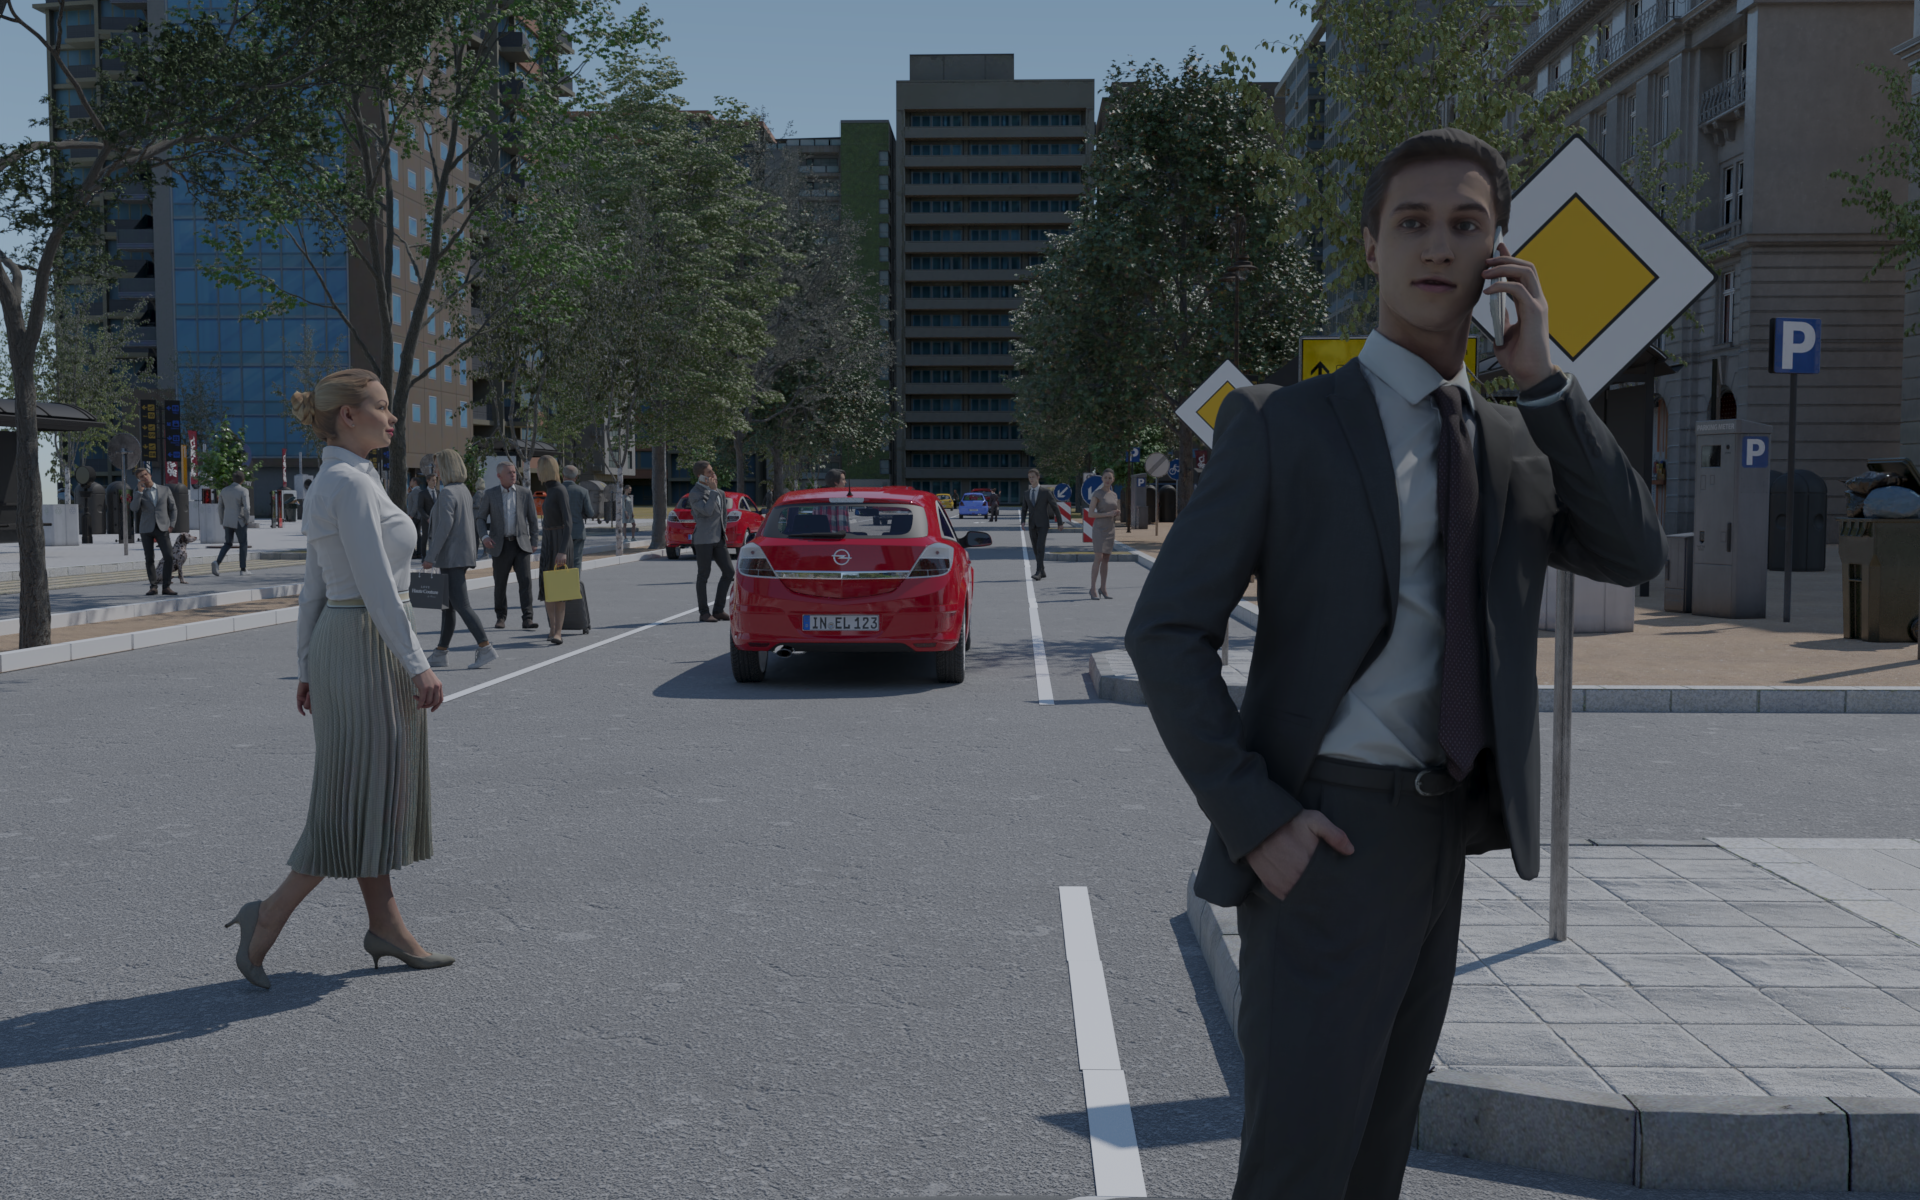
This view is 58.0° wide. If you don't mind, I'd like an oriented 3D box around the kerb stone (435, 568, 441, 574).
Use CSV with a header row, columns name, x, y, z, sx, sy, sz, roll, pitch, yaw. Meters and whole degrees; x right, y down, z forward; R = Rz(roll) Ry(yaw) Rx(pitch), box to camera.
name,x,y,z,sx,sy,sz,roll,pitch,yaw
kerb stone,-9.262,-0.527,30.811,0.120,0.150,1.000,0,4,2

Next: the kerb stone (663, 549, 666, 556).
name,x,y,z,sx,sy,sz,roll,pitch,yaw
kerb stone,-6.862,-1.087,39.972,0.120,0.150,1.000,0,4,2

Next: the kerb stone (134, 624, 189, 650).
name,x,y,z,sx,sy,sz,roll,pitch,yaw
kerb stone,-7.630,0.358,16.404,0.120,0.150,1.000,0,4,2

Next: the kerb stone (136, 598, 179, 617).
name,x,y,z,sx,sy,sz,roll,pitch,yaw
kerb stone,-9.606,0.100,20.562,0.120,0.150,1.000,0,4,2

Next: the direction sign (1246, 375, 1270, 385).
name,x,y,z,sx,sy,sz,roll,pitch,yaw
direction sign,5.757,-2.517,33.150,0.876,3.537,0.379,-2,4,-30

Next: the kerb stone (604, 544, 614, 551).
name,x,y,z,sx,sy,sz,roll,pitch,yaw
kerb stone,-8.862,-1.278,43.097,0.120,0.150,1.000,0,4,2

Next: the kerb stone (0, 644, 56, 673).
name,x,y,z,sx,sy,sz,roll,pitch,yaw
kerb stone,-7.704,0.482,14.347,0.120,0.150,1.000,0,4,2

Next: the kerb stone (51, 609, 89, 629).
name,x,y,z,sx,sy,sz,roll,pitch,yaw
kerb stone,-9.668,0.228,18.517,0.120,0.150,1.000,0,4,2

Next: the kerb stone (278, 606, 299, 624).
name,x,y,z,sx,sy,sz,roll,pitch,yaw
kerb stone,-7.532,0.167,19.481,0.120,0.150,1.000,0,4,2

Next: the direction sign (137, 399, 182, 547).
name,x,y,z,sx,sy,sz,roll,pitch,yaw
direction sign,-19.203,-3.039,41.681,0.876,3.537,0.379,-2,4,-34

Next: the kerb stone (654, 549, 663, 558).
name,x,y,z,sx,sy,sz,roll,pitch,yaw
kerb stone,-6.888,-1.020,38.951,0.120,0.150,1.000,0,4,2

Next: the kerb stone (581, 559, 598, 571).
name,x,y,z,sx,sy,sz,roll,pitch,yaw
kerb stone,-7.093,-0.646,32.798,0.120,0.150,1.000,0,4,2

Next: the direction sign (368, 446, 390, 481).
name,x,y,z,sx,sy,sz,roll,pitch,yaw
direction sign,-19.344,-4.027,57.833,0.876,3.537,0.379,1,4,15

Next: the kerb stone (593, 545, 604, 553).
name,x,y,z,sx,sy,sz,roll,pitch,yaw
kerb stone,-8.892,-1.216,42.073,0.120,0.150,1.000,0,4,2

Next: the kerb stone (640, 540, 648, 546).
name,x,y,z,sx,sy,sz,roll,pitch,yaw
kerb stone,-8.727,-1.528,47.186,0.120,0.150,1.000,0,4,2

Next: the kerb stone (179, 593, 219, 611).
name,x,y,z,sx,sy,sz,roll,pitch,yaw
kerb stone,-9.562,0.037,21.584,0.120,0.150,1.000,0,4,2

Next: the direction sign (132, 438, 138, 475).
name,x,y,z,sx,sy,sz,roll,pitch,yaw
direction sign,-33.249,-4.785,70.238,0.876,3.537,0.379,2,4,26

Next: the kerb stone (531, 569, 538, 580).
name,x,y,z,sx,sy,sz,roll,pitch,yaw
kerb stone,-7.238,-0.396,28.694,0.120,0.150,1.000,0,4,2

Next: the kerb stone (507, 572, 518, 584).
name,x,y,z,sx,sy,sz,roll,pitch,yaw
kerb stone,-7.265,-0.335,27.672,0.120,0.150,1.000,0,4,2

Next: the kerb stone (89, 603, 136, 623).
name,x,y,z,sx,sy,sz,roll,pitch,yaw
kerb stone,-9.634,0.163,19.538,0.120,0.150,1.000,0,4,2

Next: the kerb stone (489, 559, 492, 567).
name,x,y,z,sx,sy,sz,roll,pitch,yaw
kerb stone,-9.169,-0.715,33.887,0.120,0.150,1.000,0,4,2

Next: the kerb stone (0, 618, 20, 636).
name,x,y,z,sx,sy,sz,roll,pitch,yaw
kerb stone,-9.702,0.288,17.489,0.120,0.150,1.000,0,4,2

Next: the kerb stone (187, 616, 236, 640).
name,x,y,z,sx,sy,sz,roll,pitch,yaw
kerb stone,-7.602,0.293,17.437,0.120,0.150,1.000,0,4,2

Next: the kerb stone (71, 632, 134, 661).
name,x,y,z,sx,sy,sz,roll,pitch,yaw
kerb stone,-7.673,0.419,15.379,0.120,0.150,1.000,0,4,2

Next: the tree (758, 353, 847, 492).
name,x,y,z,sx,sy,sz,roll,pitch,yaw
tree,-6.974,-7.370,73.311,4.360,8.622,3.978,0,3,0

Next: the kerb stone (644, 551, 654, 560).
name,x,y,z,sx,sy,sz,roll,pitch,yaw
kerb stone,-6.928,-0.959,37.921,0.120,0.150,1.000,0,4,2

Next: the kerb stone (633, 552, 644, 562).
name,x,y,z,sx,sy,sz,roll,pitch,yaw
kerb stone,-6.963,-0.890,36.900,0.120,0.150,1.000,0,4,2

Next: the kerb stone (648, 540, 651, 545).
name,x,y,z,sx,sy,sz,roll,pitch,yaw
kerb stone,-8.698,-1.591,48.209,0.120,0.150,1.000,0,4,2

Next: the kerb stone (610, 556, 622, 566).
name,x,y,z,sx,sy,sz,roll,pitch,yaw
kerb stone,-7.033,-0.773,34.845,0.120,0.150,1.000,0,4,2

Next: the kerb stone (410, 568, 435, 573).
name,x,y,z,sx,sy,sz,roll,pitch,yaw
kerb stone,-9.299,-0.464,29.790,0.120,0.150,1.000,0,4,2

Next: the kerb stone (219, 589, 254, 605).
name,x,y,z,sx,sy,sz,roll,pitch,yaw
kerb stone,-9.532,-0.025,22.606,0.120,0.150,1.000,0,4,2

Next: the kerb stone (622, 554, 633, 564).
name,x,y,z,sx,sy,sz,roll,pitch,yaw
kerb stone,-6.993,-0.837,35.875,0.120,0.150,1.000,0,4,2

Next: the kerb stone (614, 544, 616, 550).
name,x,y,z,sx,sy,sz,roll,pitch,yaw
kerb stone,-8.825,-1.341,44.119,0.120,0.150,1.000,0,4,2

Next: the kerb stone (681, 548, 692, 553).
name,x,y,z,sx,sy,sz,roll,pitch,yaw
kerb stone,-6.754,-1.269,43.038,0.120,0.150,1.000,0,4,2

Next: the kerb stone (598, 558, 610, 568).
name,x,y,z,sx,sy,sz,roll,pitch,yaw
kerb stone,-7.060,-0.711,33.823,0.120,0.150,1.000,0,4,2

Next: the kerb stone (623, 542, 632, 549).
name,x,y,z,sx,sy,sz,roll,pitch,yaw
kerb stone,-8.794,-1.402,45.142,0.120,0.150,1.000,0,4,2

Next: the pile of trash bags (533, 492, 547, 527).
name,x,y,z,sx,sy,sz,roll,pitch,yaw
pile of trash bags,-17.818,-3.543,67.684,3.447,1.369,1.912,0,4,-3

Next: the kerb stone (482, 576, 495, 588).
name,x,y,z,sx,sy,sz,roll,pitch,yaw
kerb stone,-7.302,-0.268,26.647,0.120,0.150,1.000,0,4,2

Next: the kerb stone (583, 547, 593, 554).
name,x,y,z,sx,sy,sz,roll,pitch,yaw
kerb stone,-8.931,-1.150,41.049,0.120,0.150,1.000,0,4,2

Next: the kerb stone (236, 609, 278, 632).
name,x,y,z,sx,sy,sz,roll,pitch,yaw
kerb stone,-7.567,0.230,18.459,0.120,0.150,1.000,0,4,2

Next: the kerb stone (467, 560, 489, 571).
name,x,y,z,sx,sy,sz,roll,pitch,yaw
kerb stone,-9.192,-0.652,32.860,0.120,0.150,1.000,0,4,2

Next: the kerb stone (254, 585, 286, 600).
name,x,y,z,sx,sy,sz,roll,pitch,yaw
kerb stone,-9.495,-0.087,23.629,0.120,0.150,1.000,0,4,2

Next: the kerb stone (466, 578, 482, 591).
name,x,y,z,sx,sy,sz,roll,pitch,yaw
kerb stone,-7.329,-0.210,25.625,0.120,0.150,1.000,0,4,2

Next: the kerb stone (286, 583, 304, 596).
name,x,y,z,sx,sy,sz,roll,pitch,yaw
kerb stone,-9.469,-0.151,24.670,0.120,0.150,1.000,0,4,2

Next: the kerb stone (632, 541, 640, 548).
name,x,y,z,sx,sy,sz,roll,pitch,yaw
kerb stone,-8.759,-1.464,46.164,0.120,0.150,1.000,0,4,2

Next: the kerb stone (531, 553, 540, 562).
name,x,y,z,sx,sy,sz,roll,pitch,yaw
kerb stone,-9.055,-0.903,36.957,0.120,0.150,1.000,0,4,2
